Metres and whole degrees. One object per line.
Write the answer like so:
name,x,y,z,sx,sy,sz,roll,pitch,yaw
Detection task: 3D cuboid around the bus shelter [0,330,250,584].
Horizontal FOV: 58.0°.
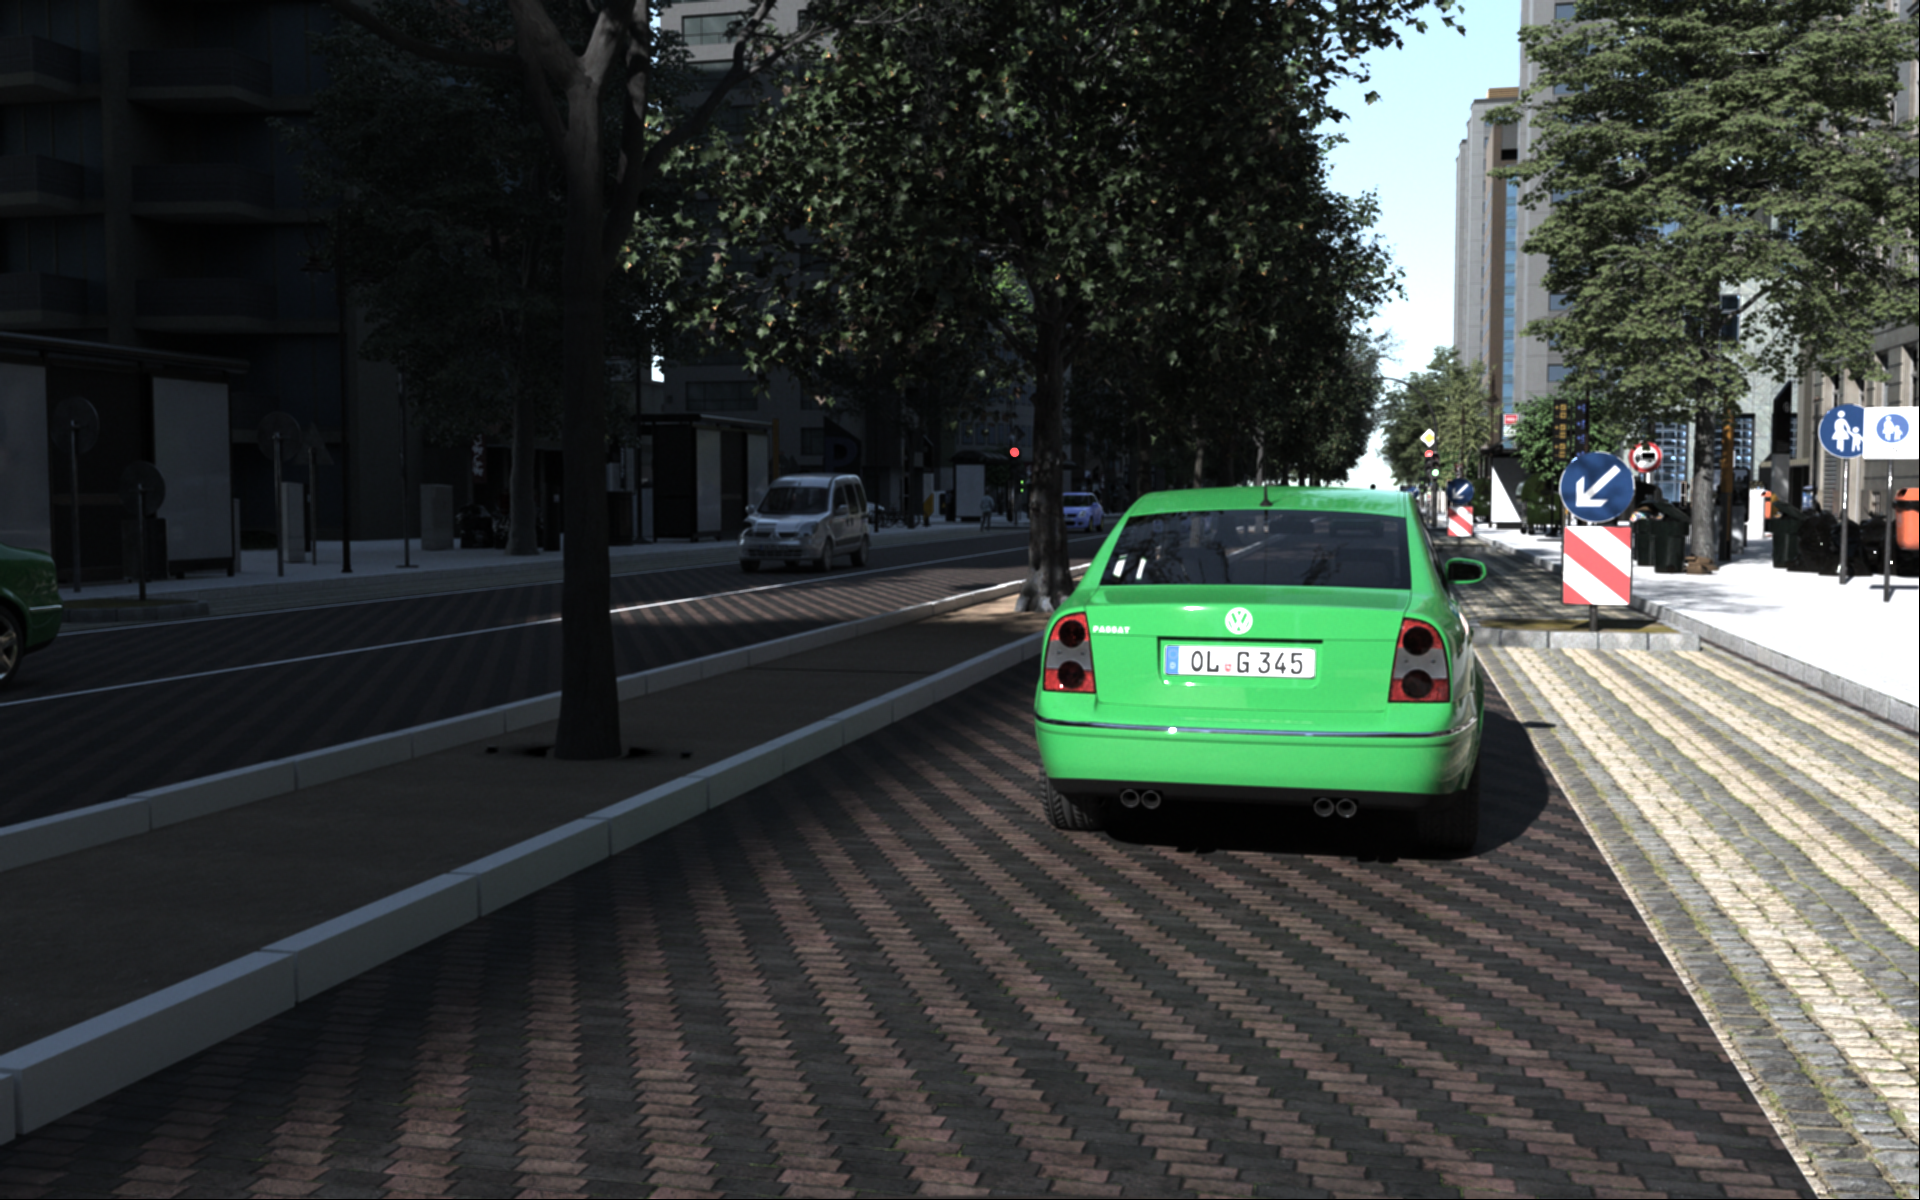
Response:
bus shelter,-13.061,-2.765,22.846,2.179,5.291,8.768,1,4,13

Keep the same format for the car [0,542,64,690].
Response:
car,-8.118,-0.152,11.282,1.959,1.807,4.718,1,4,14

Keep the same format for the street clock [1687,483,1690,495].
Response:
street clock,46.596,-6.527,111.279,0.471,2.002,0.358,1,4,17

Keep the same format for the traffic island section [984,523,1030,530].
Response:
traffic island section,2.268,-2.970,70.846,2.009,0.180,2.903,1,4,13

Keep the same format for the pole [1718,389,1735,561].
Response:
pole,14.714,-2.409,33.223,0.158,3.312,0.155,0,3,0

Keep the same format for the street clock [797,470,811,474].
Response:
street clock,-4.611,-2.859,51.310,0.471,2.002,0.358,-1,4,-8

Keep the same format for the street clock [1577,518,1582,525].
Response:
street clock,20.574,-3.230,57.373,0.358,2.002,0.471,-2,4,-30

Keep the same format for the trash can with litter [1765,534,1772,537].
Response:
trash can with litter,24.244,-2.522,52.296,2.233,1.210,1.678,1,4,18

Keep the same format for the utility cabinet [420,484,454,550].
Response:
utility cabinet,-11.950,-1.893,39.626,0.318,1.500,1.173,0,4,5

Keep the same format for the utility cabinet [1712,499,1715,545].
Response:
utility cabinet,14.643,-1.399,34.032,0.306,1.237,1.020,1,4,19

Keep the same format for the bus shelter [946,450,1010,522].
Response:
bus shelter,1.014,-5.355,81.485,2.014,3.302,5.546,1,4,14

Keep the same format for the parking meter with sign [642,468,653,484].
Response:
parking meter with sign,-15.498,-5.504,86.257,0.543,3.016,1.738,-3,5,-39

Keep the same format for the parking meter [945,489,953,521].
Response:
parking meter,-0.497,-4.451,81.177,0.372,1.533,0.369,0,3,0

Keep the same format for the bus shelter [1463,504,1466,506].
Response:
bus shelter,35.117,-8.009,122.225,1.731,3.624,6.357,1,4,13

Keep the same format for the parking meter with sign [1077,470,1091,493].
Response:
parking meter with sign,8.983,-8.068,128.176,0.543,3.016,1.738,-2,4,-27

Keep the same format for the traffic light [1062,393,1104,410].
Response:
traffic light,6.225,-6.321,78.013,4.771,5.953,1.251,1,4,13

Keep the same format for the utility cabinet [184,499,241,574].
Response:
utility cabinet,-12.200,-1.034,28.075,0.306,1.237,1.020,2,4,34

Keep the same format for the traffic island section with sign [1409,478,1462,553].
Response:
traffic island section with sign,12.275,-2.105,43.041,1.989,1.847,2.006,1,4,13

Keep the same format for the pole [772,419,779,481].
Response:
pole,-5.004,-3.255,47.060,0.158,3.312,0.155,0,3,0

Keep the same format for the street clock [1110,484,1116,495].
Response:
street clock,11.422,-7.633,129.362,0.358,2.002,0.471,-2,4,-28

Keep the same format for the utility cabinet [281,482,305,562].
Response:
utility cabinet,-12.571,-1.465,32.628,0.318,1.500,1.173,-2,4,-28

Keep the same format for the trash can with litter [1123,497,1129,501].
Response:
trash can with litter,11.518,-6.731,121.446,0.624,1.170,1.055,0,4,6

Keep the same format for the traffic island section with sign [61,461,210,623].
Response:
traffic island section with sign,-9.919,-0.703,20.115,1.989,1.847,2.006,1,4,13

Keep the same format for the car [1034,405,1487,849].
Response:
car,1.591,0.017,8.513,1.959,1.807,4.718,1,4,15

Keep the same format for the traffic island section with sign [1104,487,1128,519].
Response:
traffic island section with sign,9.411,-5.622,100.553,1.989,1.847,2.006,1,4,13

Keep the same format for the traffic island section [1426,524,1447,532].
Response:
traffic island section,18.352,-2.735,66.991,2.009,0.180,2.903,1,4,13

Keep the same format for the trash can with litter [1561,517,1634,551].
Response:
trash can with litter,14.838,-1.711,39.034,1.678,1.210,2.233,-2,4,-30

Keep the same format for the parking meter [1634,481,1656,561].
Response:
parking meter,13.212,-1.529,33.416,0.372,1.533,0.369,0,3,0

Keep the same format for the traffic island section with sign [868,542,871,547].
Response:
traffic island section with sign,-3.493,-2.336,46.826,1.989,1.847,2.006,1,4,13

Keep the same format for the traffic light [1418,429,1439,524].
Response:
traffic light,20.181,-5.243,74.651,0.839,4.253,0.868,1,4,13

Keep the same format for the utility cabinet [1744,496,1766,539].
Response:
utility cabinet,22.479,-2.350,49.587,1.020,1.237,0.306,2,4,31

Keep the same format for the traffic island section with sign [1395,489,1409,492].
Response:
traffic island section with sign,25.123,-5.377,96.536,1.989,1.847,2.006,1,4,13

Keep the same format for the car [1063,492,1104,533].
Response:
car,4.332,-3.406,65.284,1.945,1.707,3.694,1,4,14

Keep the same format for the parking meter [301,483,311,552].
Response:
parking meter,-14.587,-1.832,38.369,0.372,1.533,0.369,0,3,0

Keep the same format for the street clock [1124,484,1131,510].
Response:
street clock,11.882,-7.246,123.046,0.471,2.002,0.358,0,4,5

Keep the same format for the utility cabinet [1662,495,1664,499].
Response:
utility cabinet,37.870,-5.049,93.705,0.306,1.237,1.020,2,4,27

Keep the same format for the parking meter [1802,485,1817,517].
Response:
parking meter,23.998,-2.479,48.945,0.372,1.533,0.369,0,3,0

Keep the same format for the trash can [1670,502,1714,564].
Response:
trash can,13.547,-1.250,32.089,0.748,1.137,0.748,0,3,0

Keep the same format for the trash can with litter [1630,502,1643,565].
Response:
trash can with litter,12.363,-1.206,31.109,0.624,1.170,1.055,1,4,22

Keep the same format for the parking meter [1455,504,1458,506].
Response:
parking meter,29.866,-6.002,103.846,0.399,1.863,0.255,-2,4,-27

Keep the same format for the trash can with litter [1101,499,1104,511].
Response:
trash can with litter,10.744,-7.377,131.996,1.055,1.170,0.624,-2,4,-25

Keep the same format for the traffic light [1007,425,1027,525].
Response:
traffic light,2.304,-5.002,70.703,0.839,4.253,0.868,1,4,13

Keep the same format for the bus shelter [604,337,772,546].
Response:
bus shelter,-7.400,-4.222,46.656,2.179,5.291,8.768,1,4,13

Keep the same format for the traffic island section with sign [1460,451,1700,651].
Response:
traffic island section with sign,5.972,-0.501,16.826,1.989,1.847,2.006,1,4,13

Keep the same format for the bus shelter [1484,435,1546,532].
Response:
bus shelter,19.560,-4.086,60.724,2.014,3.302,5.546,1,4,14

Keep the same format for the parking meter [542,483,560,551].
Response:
parking meter,-9.202,-1.871,38.995,0.372,1.533,0.369,0,3,0

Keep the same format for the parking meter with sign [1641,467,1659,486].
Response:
parking meter with sign,37.552,-6.069,95.491,1.738,3.016,0.543,2,4,25

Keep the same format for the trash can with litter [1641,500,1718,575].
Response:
trash can with litter,11.714,-1.014,27.966,0.624,1.170,1.055,-3,5,-39

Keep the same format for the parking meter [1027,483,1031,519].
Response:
parking meter,3.648,-5.165,90.162,0.255,1.863,0.399,0,4,-5

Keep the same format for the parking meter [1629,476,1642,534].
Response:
parking meter,21.928,-3.091,56.254,0.255,1.863,0.399,2,4,35

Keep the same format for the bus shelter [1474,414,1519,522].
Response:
bus shelter,26.201,-6.524,84.306,2.179,5.291,8.768,1,4,14

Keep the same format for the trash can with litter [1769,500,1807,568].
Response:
trash can with litter,14.534,-1.130,29.863,0.624,1.170,1.055,-3,4,-36

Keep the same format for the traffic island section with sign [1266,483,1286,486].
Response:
traffic island section with sign,14.074,-4.143,75.879,2.006,1.907,1.989,1,4,13

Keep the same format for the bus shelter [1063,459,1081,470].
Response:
bus shelter,5.369,-6.335,97.505,2.014,3.302,5.546,1,4,14
